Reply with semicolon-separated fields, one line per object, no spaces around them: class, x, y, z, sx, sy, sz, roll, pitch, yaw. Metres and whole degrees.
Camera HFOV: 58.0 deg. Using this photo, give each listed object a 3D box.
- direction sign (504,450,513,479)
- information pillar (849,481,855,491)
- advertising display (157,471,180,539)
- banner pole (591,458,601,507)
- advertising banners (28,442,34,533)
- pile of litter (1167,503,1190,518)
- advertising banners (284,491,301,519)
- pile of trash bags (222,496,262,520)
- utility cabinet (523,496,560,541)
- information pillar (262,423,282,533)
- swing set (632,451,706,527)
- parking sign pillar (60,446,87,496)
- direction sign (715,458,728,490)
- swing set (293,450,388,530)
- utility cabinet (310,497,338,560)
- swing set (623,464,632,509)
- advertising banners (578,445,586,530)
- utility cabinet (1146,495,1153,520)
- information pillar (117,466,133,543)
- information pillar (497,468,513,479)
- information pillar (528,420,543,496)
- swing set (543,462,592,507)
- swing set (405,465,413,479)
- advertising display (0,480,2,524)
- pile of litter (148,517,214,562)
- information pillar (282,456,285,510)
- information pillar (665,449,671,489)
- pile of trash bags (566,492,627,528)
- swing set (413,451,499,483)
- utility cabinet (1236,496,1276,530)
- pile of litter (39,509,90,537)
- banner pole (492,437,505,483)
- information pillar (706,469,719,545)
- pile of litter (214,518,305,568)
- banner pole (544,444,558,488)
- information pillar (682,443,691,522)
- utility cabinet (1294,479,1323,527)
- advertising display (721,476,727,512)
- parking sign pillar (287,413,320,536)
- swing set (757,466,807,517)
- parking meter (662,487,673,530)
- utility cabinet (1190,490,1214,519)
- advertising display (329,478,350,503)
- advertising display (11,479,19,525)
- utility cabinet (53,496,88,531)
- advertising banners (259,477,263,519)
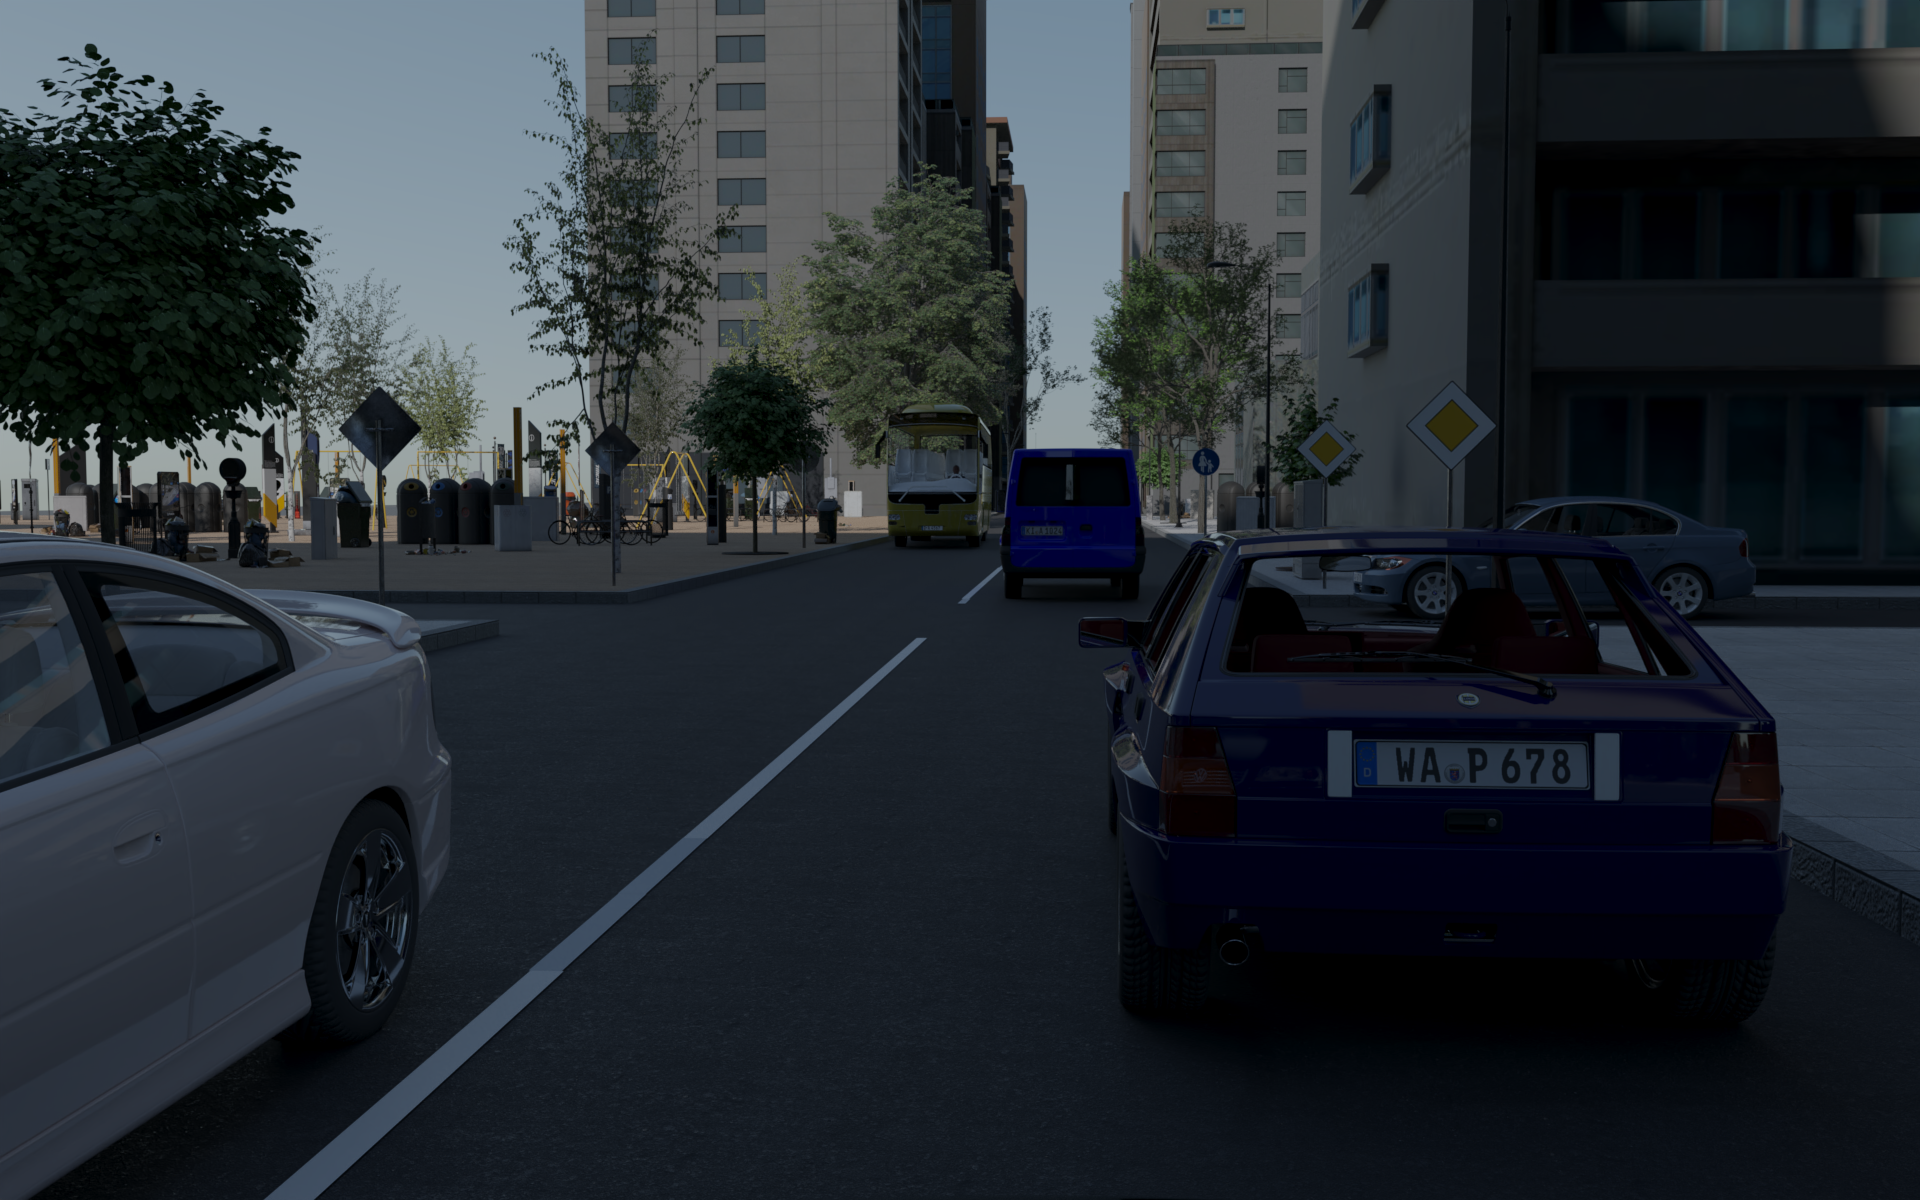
direction sign;-23.344;-5.948;89.241;0.876;3.537;0.379;2;4;33
information pillar;-6.027;-5.634;96.609;0.304;2.012;0.304;1;4;13
advertising display;-22.580;-2.705;49.435;0.123;1.923;0.974;0;4;5
banner pole;-18.660;-6.032;88.634;0.863;3.779;0.401;2;4;33
advertising banners;-21.514;-2.685;40.094;0.090;3.025;2.074;-2;4;-28
pile of litter;11.669;-4.727;91.256;1.719;0.858;1.176;0;4;7
advertising banners;-34.324;-5.714;89.611;2.074;3.025;0.090;3;4;36
pile of trash bags;-36.563;-4.676;86.198;3.447;1.369;1.912;-2;4;-29
utility cabinet;-11.480;-2.210;47.298;1.020;1.237;0.306;0;4;1
information pillar;-22.692;-4.011;56.932;0.183;3.616;0.504;2;4;29
swing set;-10.474;-4.116;64.909;2.862;2.851;3.119;0;4;0
parking sign pillar;-43.319;-5.870;84.443;1.447;3.967;1.447;3;4;38
direction sign;-13.179;-6.319;95.319;0.876;3.537;0.379;0;4;5
swing set;-22.258;-3.962;62.392;3.119;2.851;2.862;-1;4;-9
utility cabinet;-12.578;-1.414;34.278;0.306;1.237;1.020;0;4;-7
swing set;-16.883;-5.736;91.407;3.119;2.851;2.862;1;4;8
advertising banners;-12.929;-3.848;59.100;0.090;3.025;2.074;0;4;-7
utility cabinet;9.431;-4.587;86.153;0.306;1.237;1.020;1;4;8
information pillar;-21.704;-2.480;45.033;0.304;2.012;0.304;-2;4;-35
information pillar;-12.946;-2.742;49.321;0.304;2.012;0.304;2;4;31
information pillar;-13.464;-3.885;54.880;0.504;3.616;0.183;2;4;25
swing set;-19.224;-5.298;84.249;2.862;2.851;3.119;0;4;-6
swing set;-28.185;-5.845;93.192;2.862;2.851;3.119;3;5;42
advertising display;-42.045;-4.281;75.205;0.974;1.923;0.123;1;4;19
pile of litter;-14.654;-1.158;32.901;1.176;0.858;1.719;3;5;40
information pillar;-35.904;-6.115;91.340;0.504;3.616;0.183;0;4;-4
information pillar;-14.341;-5.733;85.081;0.183;3.616;0.504;1;4;12
pile of trash bags;-14.413;-3.508;67.112;1.912;1.369;3.447;-3;5;-44
swing set;-18.235;-4.027;63.457;3.119;2.851;2.862;-1;4;-16
utility cabinet;8.003;-2.184;46.875;1.020;1.237;0.306;2;4;24
pile of litter;-26.985;-2.316;51.825;1.719;0.858;1.176;-2;4;-29
banner pole;-20.138;-5.238;75.651;0.401;3.779;0.863;2;4;25
information pillar;-6.236;-2.391;43.585;0.304;2.012;0.304;-1;4;-11
pile of litter;-12.253;-1.032;30.830;1.176;0.858;1.719;0;4;2
banner pole;-20.463;-5.901;86.492;0.863;3.779;0.401;-1;4;-22
information pillar;-12.495;-5.358;78.959;0.183;3.616;0.504;-3;5;-42
utility cabinet;5.286;-1.084;26.406;0.318;1.500;1.173;0;4;4
advertising display;-8.637;-3.551;63.277;0.123;1.923;0.974;0;4;-3
parking sign pillar;-20.216;-4.003;53.915;1.447;3.967;1.447;-1;4;-16
swing set;-10.038;-6.005;95.808;2.862;2.851;3.119;-1;4;-12
parking meter;-10.367;-3.244;61.444;0.372;1.533;0.369;0;3;0
utility cabinet;12.345;-4.866;88.236;1.173;1.500;0.318;2;4;24
advertising display;-24.484;-3.865;68.413;0.974;1.923;0.123;2;4;25
advertising display;-39.927;-4.157;73.178;0.123;1.923;0.974;-3;4;-36
utility cabinet;-30.671;-2.970;59.715;1.020;1.237;0.306;-1;4;-23
advertising banners;-33.707;-5.306;82.935;0.090;3.025;2.074;1;4;23
